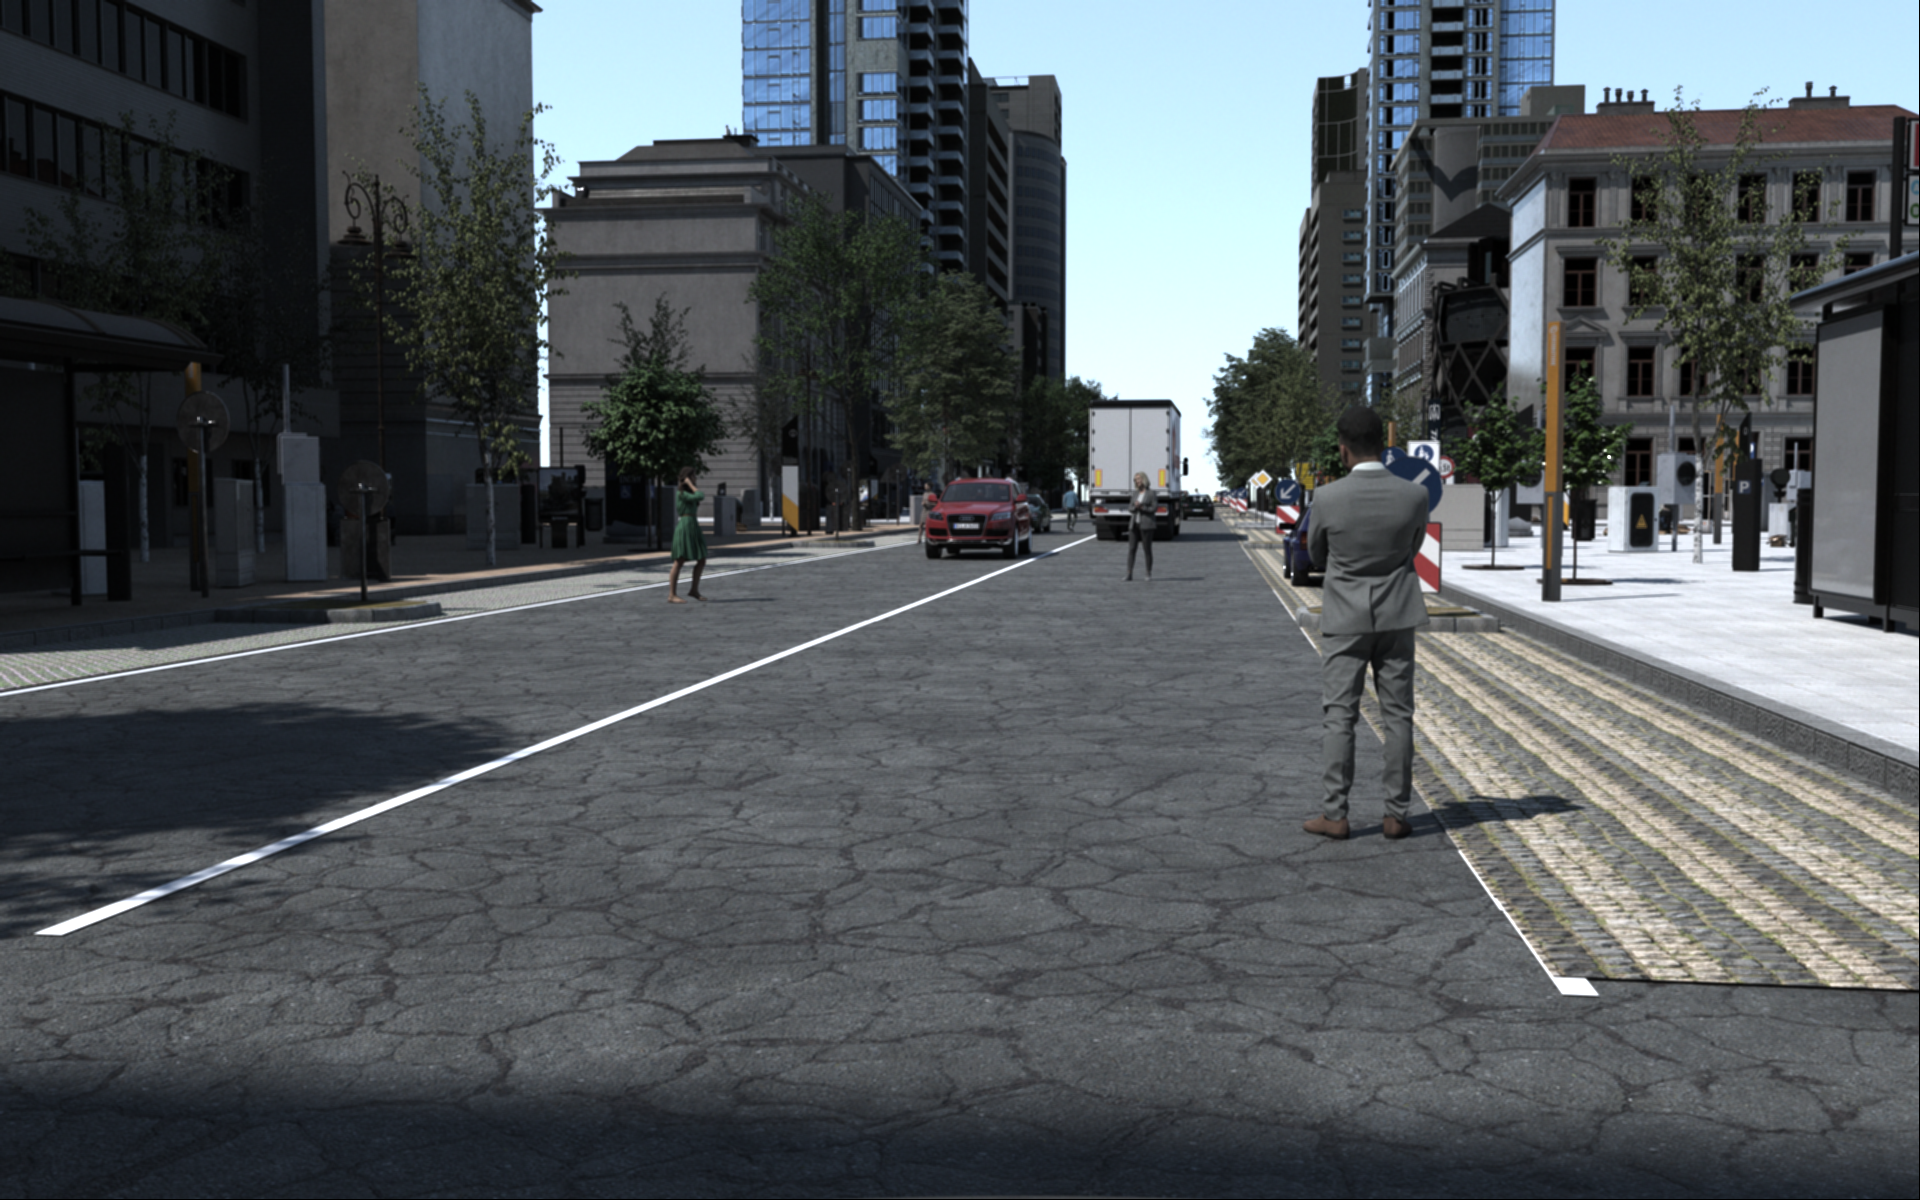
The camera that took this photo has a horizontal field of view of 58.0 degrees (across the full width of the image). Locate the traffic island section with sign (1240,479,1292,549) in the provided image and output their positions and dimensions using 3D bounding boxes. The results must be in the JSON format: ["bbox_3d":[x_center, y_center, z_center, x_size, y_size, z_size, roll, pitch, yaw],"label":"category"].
[{"bbox_3d":[8.461,-2.254,45.486,1.989,1.847,2.006,0,4,8],"label":"traffic island section with sign"}]

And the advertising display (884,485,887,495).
[{"bbox_3d":[-5.197,-7.051,120.501,0.123,1.923,0.974,0,4,-6],"label":"advertising display"}]

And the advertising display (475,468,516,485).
[{"bbox_3d":[-11.551,-2.319,43.130,0.974,1.923,0.123,-1,4,-20],"label":"advertising display"}]

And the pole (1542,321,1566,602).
[{"bbox_3d":[7.072,-1.637,20.614,0.158,3.312,0.155,0,3,0],"label":"pole"}]

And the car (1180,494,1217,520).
[{"bbox_3d":[13.152,-5.248,95.585,2.009,1.686,4.222,1,4,9],"label":"car"}]

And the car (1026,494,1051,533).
[{"bbox_3d":[2.316,-3.245,64.858,2.131,1.459,4.920,1,4,9],"label":"car"}]

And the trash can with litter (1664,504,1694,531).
[{"bbox_3d":[25.422,-3.046,60.867,2.233,1.210,1.678,0,4,-7],"label":"trash can with litter"}]

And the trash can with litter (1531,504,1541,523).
[{"bbox_3d":[25.498,-3.943,75.856,1.055,1.170,0.624,-1,4,-15],"label":"trash can with litter"}]

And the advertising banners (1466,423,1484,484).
[{"bbox_3d":[12.096,-2.876,43.204,2.074,3.025,0.090,1,4,19],"label":"advertising banners"}]

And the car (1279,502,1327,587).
[{"bbox_3d":[6.147,-0.938,27.910,1.945,1.354,3.894,0,4,8],"label":"car"}]

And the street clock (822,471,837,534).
[{"bbox_3d":[-4.149,-3.085,55.013,0.358,2.002,0.471,3,5,40],"label":"street clock"}]

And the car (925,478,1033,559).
[{"bbox_3d":[0.491,-1.914,39.967,2.281,1.827,5.304,0,4,8],"label":"car"}]

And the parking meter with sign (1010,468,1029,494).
[{"bbox_3d":[4.250,-7.366,116.688,1.738,3.016,0.543,2,4,34],"label":"parking meter with sign"}]

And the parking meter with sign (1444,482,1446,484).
[{"bbox_3d":[30.972,-7.044,111.429,0.543,3.016,1.738,3,5,43],"label":"parking meter with sign"}]

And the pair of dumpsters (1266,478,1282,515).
[{"bbox_3d":[20.263,-6.550,109.583,1.574,2.255,4.437,0,4,8],"label":"pair of dumpsters"}]

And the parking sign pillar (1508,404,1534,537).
[{"bbox_3d":[16.467,-3.879,51.902,1.447,3.967,1.447,1,4,21],"label":"parking sign pillar"}]

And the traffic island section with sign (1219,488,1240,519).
[{"bbox_3d":[16.220,-5.619,100.495,1.989,1.847,2.006,0,4,8],"label":"traffic island section with sign"}]

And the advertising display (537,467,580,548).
[{"bbox_3d":[-9.512,-2.193,41.069,0.974,1.923,0.123,-1,4,-14],"label":"advertising display"}]

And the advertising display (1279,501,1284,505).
[{"bbox_3d":[16.645,-5.190,90.066,0.123,1.923,0.974,1,4,9],"label":"advertising display"}]

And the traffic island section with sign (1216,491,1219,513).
[{"bbox_3d":[19.989,-7.254,127.226,1.989,1.847,2.006,0,4,8],"label":"traffic island section with sign"}]

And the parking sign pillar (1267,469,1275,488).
[{"bbox_3d":[27.066,-9.937,150.939,1.447,3.967,1.447,1,4,8],"label":"parking sign pillar"}]

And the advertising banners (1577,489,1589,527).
[{"bbox_3d":[22.985,-4.154,64.109,0.090,3.025,2.074,2,4,34],"label":"advertising banners"}]

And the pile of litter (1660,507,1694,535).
[{"bbox_3d":[22.753,-2.532,55.371,1.719,0.858,1.176,0,4,-6],"label":"pile of litter"}]

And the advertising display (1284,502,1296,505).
[{"bbox_3d":[17.439,-5.270,91.375,0.974,1.923,0.123,-2,4,-28],"label":"advertising display"}]

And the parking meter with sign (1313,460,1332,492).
[{"bbox_3d":[18.387,-5.481,85.882,1.738,3.016,0.543,0,4,2],"label":"parking meter with sign"}]

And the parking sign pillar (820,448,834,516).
[{"bbox_3d":[-7.826,-6.956,102.198,1.447,3.967,1.447,1,4,17],"label":"parking sign pillar"}]

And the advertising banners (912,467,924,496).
[{"bbox_3d":[-2.567,-6.606,104.189,0.090,3.025,2.074,1,4,20],"label":"advertising banners"}]

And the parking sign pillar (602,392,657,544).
[{"bbox_3d":[-8.632,-3.474,45.275,1.447,3.967,1.447,2,4,26],"label":"parking sign pillar"}]

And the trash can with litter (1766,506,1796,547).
[{"bbox_3d":[20.009,-1.856,41.732,1.055,1.170,0.624,3,5,41],"label":"trash can with litter"}]

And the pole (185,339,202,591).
[{"bbox_3d":[-10.077,-1.773,22.831,0.158,3.312,0.155,0,3,0],"label":"pole"}]

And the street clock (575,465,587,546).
[{"bbox_3d":[-9.436,-2.353,43.040,0.358,2.002,0.471,0,4,-5],"label":"street clock"}]

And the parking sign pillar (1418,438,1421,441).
[{"bbox_3d":[22.227,-5.799,83.283,1.447,3.967,1.447,1,4,17],"label":"parking sign pillar"}]

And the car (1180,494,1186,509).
[{"bbox_3d":[18.119,-8.131,144.747,2.131,1.459,4.920,1,4,9],"label":"car"}]

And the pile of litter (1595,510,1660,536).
[{"bbox_3d":[20.361,-2.409,53.349,1.176,0.858,1.719,-3,5,-42],"label":"pile of litter"}]

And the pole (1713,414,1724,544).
[{"bbox_3d":[19.479,-3.096,44.458,0.158,3.312,0.155,0,3,0],"label":"pole"}]

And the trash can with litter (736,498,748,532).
[{"bbox_3d":[-7.518,-2.902,58.828,0.624,1.170,1.055,-2,4,-33],"label":"trash can with litter"}]

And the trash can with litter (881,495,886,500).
[{"bbox_3d":[-7.758,-8.384,148.143,2.233,1.210,1.678,-3,4,-37],"label":"trash can with litter"}]

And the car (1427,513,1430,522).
[{"bbox_3d":[20.086,-3.711,72.682,4.499,1.417,2.014,1,4,9],"label":"car"}]

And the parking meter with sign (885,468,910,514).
[{"bbox_3d":[-4.188,-7.181,113.673,1.738,3.016,0.543,1,4,17],"label":"parking meter with sign"}]

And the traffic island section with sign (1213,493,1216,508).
[{"bbox_3d":[27.004,-10.291,176.893,1.989,1.847,2.006,0,4,8],"label":"traffic island section with sign"}]

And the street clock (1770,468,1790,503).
[{"bbox_3d":[23.229,-2.723,49.096,0.471,2.002,0.358,0,4,-1],"label":"street clock"}]

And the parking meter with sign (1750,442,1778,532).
[{"bbox_3d":[27.491,-3.827,58.837,1.738,3.016,0.543,-1,4,-16],"label":"parking meter with sign"}]

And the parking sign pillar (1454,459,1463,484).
[{"bbox_3d":[25.479,-6.084,87.952,1.447,3.967,1.447,-3,5,-40],"label":"parking sign pillar"}]

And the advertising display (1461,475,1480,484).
[{"bbox_3d":[16.749,-3.155,56.806,0.123,1.923,0.974,-1,4,-16],"label":"advertising display"}]

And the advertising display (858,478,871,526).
[{"bbox_3d":[-3.960,-4.010,70.784,0.123,1.923,0.974,-3,4,-37],"label":"advertising display"}]

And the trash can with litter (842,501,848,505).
[{"bbox_3d":[-6.983,-5.410,99.843,1.055,1.170,0.624,3,4,37],"label":"trash can with litter"}]

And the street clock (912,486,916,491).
[{"bbox_3d":[-4.054,-9.138,153.984,0.358,2.002,0.471,-1,4,-19],"label":"street clock"}]

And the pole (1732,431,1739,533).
[{"bbox_3d":[25.230,-3.818,56.269,0.158,3.312,0.155,0,3,0],"label":"pole"}]

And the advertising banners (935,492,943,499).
[{"bbox_3d":[-1.920,-7.073,111.826,2.074,3.025,0.090,-2,4,-25],"label":"advertising banners"}]

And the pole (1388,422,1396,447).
[{"bbox_3d":[12.214,-3.375,49.023,0.158,3.312,0.155,0,3,0],"label":"pole"}]

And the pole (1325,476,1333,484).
[{"bbox_3d":[16.397,-5.104,77.291,0.158,3.312,0.155,0,3,0],"label":"pole"}]

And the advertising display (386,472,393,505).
[{"bbox_3d":[-16.724,-2.719,49.664,0.123,1.923,0.974,3,5,42],"label":"advertising display"}]
